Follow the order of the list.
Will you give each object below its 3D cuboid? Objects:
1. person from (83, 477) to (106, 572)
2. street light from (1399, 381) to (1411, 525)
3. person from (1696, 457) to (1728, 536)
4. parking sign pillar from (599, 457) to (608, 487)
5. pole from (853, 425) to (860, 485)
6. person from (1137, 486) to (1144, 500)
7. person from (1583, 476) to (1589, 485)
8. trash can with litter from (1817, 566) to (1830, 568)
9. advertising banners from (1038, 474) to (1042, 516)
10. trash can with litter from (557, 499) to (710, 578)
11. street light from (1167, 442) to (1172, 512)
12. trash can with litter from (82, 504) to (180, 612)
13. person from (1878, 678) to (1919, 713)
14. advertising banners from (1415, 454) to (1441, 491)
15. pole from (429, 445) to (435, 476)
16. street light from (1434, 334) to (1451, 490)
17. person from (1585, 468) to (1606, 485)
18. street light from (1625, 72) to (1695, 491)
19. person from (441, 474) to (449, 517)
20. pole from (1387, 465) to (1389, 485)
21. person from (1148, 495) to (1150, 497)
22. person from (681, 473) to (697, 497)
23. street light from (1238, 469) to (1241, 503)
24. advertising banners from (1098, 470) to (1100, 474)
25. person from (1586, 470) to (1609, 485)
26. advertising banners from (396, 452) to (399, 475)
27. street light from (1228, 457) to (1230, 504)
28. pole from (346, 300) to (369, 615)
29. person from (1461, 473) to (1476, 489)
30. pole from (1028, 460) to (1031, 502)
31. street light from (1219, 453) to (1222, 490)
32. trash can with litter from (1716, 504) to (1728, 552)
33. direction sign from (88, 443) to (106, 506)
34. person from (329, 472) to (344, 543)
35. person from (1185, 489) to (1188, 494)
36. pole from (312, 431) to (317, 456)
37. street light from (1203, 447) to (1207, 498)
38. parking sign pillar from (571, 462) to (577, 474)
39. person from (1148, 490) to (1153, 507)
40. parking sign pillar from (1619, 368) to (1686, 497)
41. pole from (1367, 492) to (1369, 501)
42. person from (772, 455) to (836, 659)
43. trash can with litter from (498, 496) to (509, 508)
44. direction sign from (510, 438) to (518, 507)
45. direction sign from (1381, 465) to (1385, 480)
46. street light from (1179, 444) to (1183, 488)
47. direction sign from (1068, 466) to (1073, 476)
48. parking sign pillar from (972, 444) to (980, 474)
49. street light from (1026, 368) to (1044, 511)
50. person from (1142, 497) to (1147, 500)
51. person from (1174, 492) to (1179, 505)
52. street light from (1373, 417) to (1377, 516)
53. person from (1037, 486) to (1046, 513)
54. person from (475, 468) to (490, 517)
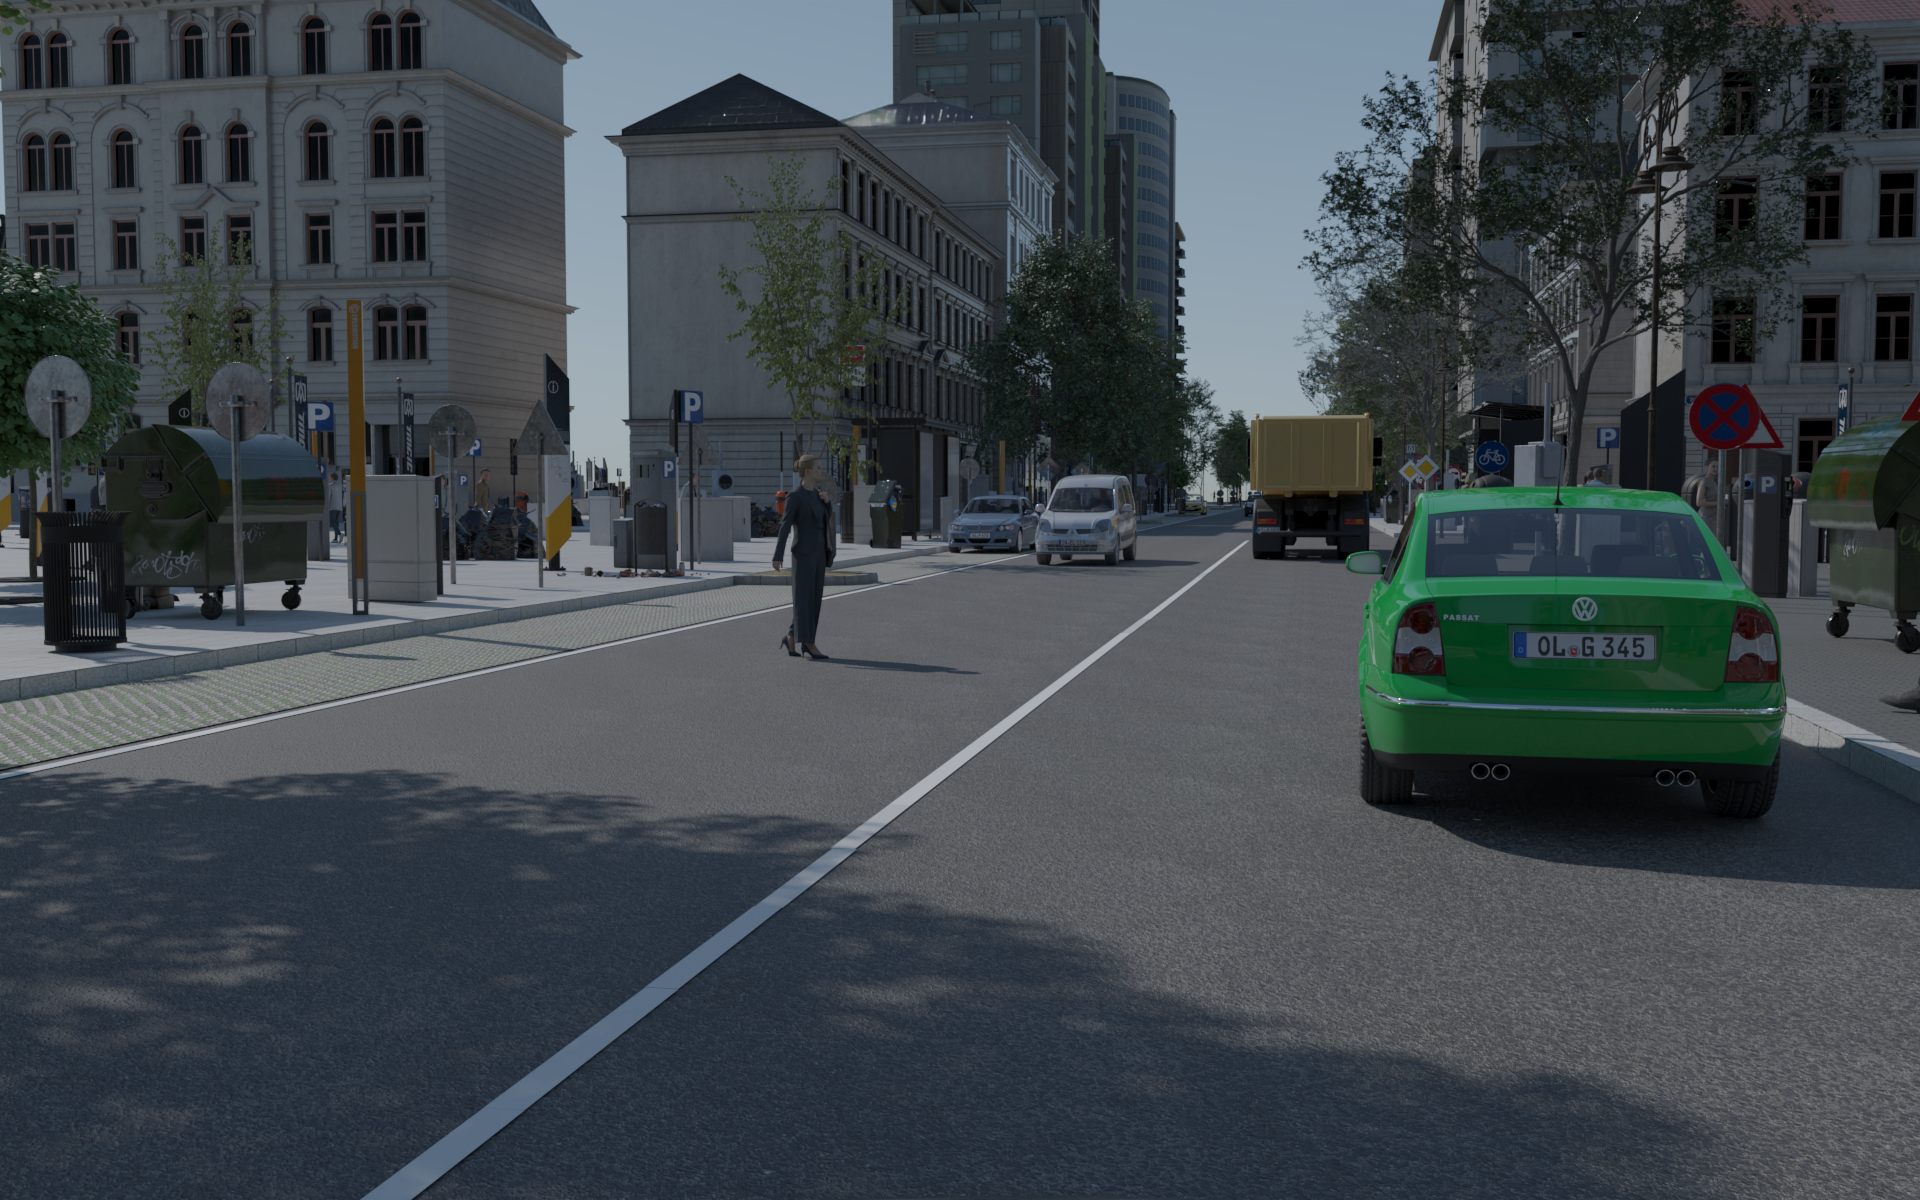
[{"bbox_3d":[-13.799,-1.344,28.143,0.853,1.813,0.709,-3,4,-36],"label":"person"},{"bbox_3d":[18.147,-5.990,70.728,0.468,5.910,1.993,1,4,11],"label":"street light"},{"bbox_3d":[10.182,-1.046,23.480,0.374,1.781,0.599,3,5,41],"label":"person"},{"bbox_3d":[-26.115,-8.471,126.965,1.447,3.967,1.447,-1,4,-21],"label":"parking sign pillar"},{"bbox_3d":[-2.928,-3.380,49.113,0.158,3.312,0.155,0,3,0],"label":"pole"},{"bbox_3d":[11.345,-6.295,109.315,0.444,1.785,0.601,-2,4,-31],"label":"person"},{"bbox_3d":[17.126,-2.517,47.384,0.419,1.800,0.721,3,5,42],"label":"person"},{"bbox_3d":[15.438,-1.102,29.070,1.678,1.210,2.233,1,4,18],"label":"trash can with litter"},{"bbox_3d":[4.718,-6.499,102.453,0.090,3.025,2.074,0,4,-1],"label":"advertising banners"},{"bbox_3d":[-5.163,-0.979,27.066,2.233,1.210,1.678,1,4,10],"label":"trash can with litter"},{"bbox_3d":[14.855,-9.211,123.379,0.468,5.910,1.993,1,4,11],"label":"street light"},{"bbox_3d":[-9.153,-0.471,19.095,0.624,1.170,1.055,1,4,9],"label":"trash can with litter"},{"bbox_3d":[5.800,-0.259,10.059,0.755,1.850,0.659,3,4,38],"label":"person"},{"bbox_3d":[20.615,-4.820,74.997,2.074,3.025,0.090,0,4,-2],"label":"advertising banners"},{"bbox_3d":[-22.068,-4.809,72.469,0.158,3.312,0.155,0,3,0],"label":"pole"},{"bbox_3d":[13.997,-4.733,50.174,0.468,5.910,1.993,1,4,11],"label":"street light"},{"bbox_3d":[12.280,-1.659,33.504,0.601,1.785,0.444,3,5,45],"label":"person"},{"bbox_3d":[7.849,-2.861,19.570,0.468,5.910,1.993,1,4,11],"label":"street light"},{"bbox_3d":[-10.804,-1.780,36.144,0.512,1.701,0.522,1,4,19],"label":"person"},{"bbox_3d":[30.483,-7.921,123.357,0.158,3.312,0.155,0,3,0],"label":"pole"},{"bbox_3d":[14.683,-8.093,138.361,1.348,1.824,0.705,3,5,41],"label":"person"},{"bbox_3d":[-6.655,-2.239,42.744,0.391,1.810,0.635,0,4,1],"label":"person"},{"bbox_3d":[40.019,-16.864,248.513,0.468,5.910,1.993,1,4,11],"label":"street light"},{"bbox_3d":[10.040,-7.998,126.948,0.090,3.025,2.074,0,4,-7],"label":"advertising banners"},{"bbox_3d":[14.610,-2.059,39.685,0.580,1.828,0.573,0,4,-2],"label":"person"},{"bbox_3d":[-22.798,-4.577,71.020,0.090,3.025,2.074,-2,4,-34],"label":"advertising banners"},{"bbox_3d":[33.939,-15.019,218.355,0.468,5.910,1.993,1,4,11],"label":"street light"},{"bbox_3d":[-6.374,-1.498,18.331,0.158,3.312,0.155,0,3,0],"label":"pole"},{"bbox_3d":[12.442,-2.218,42.494,0.709,1.800,0.728,2,4,27],"label":"person"},{"bbox_3d":[4.128,-6.637,102.356,0.158,3.312,0.155,0,3,0],"label":"pole"},{"bbox_3d":[29.541,-13.680,196.462,0.468,5.910,1.993,1,4,11],"label":"street light"},{"bbox_3d":[10.801,-0.883,25.488,2.233,1.210,1.678,-3,4,-36],"label":"trash can with litter"},{"bbox_3d":[-36.085,-4.922,72.472,0.876,3.537,0.379,1,4,13],"label":"direction sign"},{"bbox_3d":[-16.211,-2.398,45.095,0.795,1.843,0.661,2,4,33],"label":"person"},{"bbox_3d":[21.675,-9.762,166.440,1.217,1.735,0.721,0,4,-1],"label":"person"},{"bbox_3d":[-16.416,-3.079,44.190,0.158,3.312,0.155,0,3,0],"label":"pole"},{"bbox_3d":[23.428,-11.850,166.527,0.468,5.910,1.993,1,4,11],"label":"street light"},{"bbox_3d":[-31.347,-9.239,139.536,1.447,3.967,1.447,-3,5,-43],"label":"parking sign pillar"},{"bbox_3d":[19.593,-10.503,178.586,1.217,1.723,0.721,0,4,2],"label":"person"},{"bbox_3d":[15.070,-3.010,37.691,1.447,3.967,1.447,2,4,32],"label":"parking sign pillar"},{"bbox_3d":[29.041,-7.914,123.241,0.158,3.312,0.155,0,3,0],"label":"pole"},{"bbox_3d":[-1.379,-0.379,15.113,0.534,1.772,0.576,1,4,11],"label":"person"},{"bbox_3d":[-19.759,-3.981,76.141,2.233,1.210,1.678,1,4,14],"label":"trash can with litter"},{"bbox_3d":[-18.271,-4.831,70.978,0.379,3.537,0.876,0,4,2],"label":"direction sign"},{"bbox_3d":[31.763,-8.453,130.206,0.379,3.537,0.876,0,4,-5],"label":"direction sign"},{"bbox_3d":[17.446,-10.007,136.405,0.468,5.910,1.993,1,4,11],"label":"street light"},{"bbox_3d":[7.576,-8.005,122.886,0.876,3.537,0.379,-1,4,-14],"label":"direction sign"},{"bbox_3d":[0.747,-6.345,92.215,1.447,3.967,1.447,1,4,12],"label":"parking sign pillar"},{"bbox_3d":[2.734,-5.540,63.369,0.468,5.910,1.993,1,4,11],"label":"street light"},{"bbox_3d":[11.815,-6.441,111.582,0.478,1.798,0.641,0,4,6],"label":"person"},{"bbox_3d":[24.376,-11.510,194.101,0.709,1.838,0.599,0,4,3],"label":"person"},{"bbox_3d":[24.397,-7.887,101.746,0.468,5.910,1.993,1,4,11],"label":"street light"},{"bbox_3d":[5.423,-6.601,114.249,0.850,1.792,0.678,-1,4,-13],"label":"person"},{"bbox_3d":[-10.311,-1.916,37.286,0.836,1.842,0.656,-3,5,-41],"label":"person"}]
